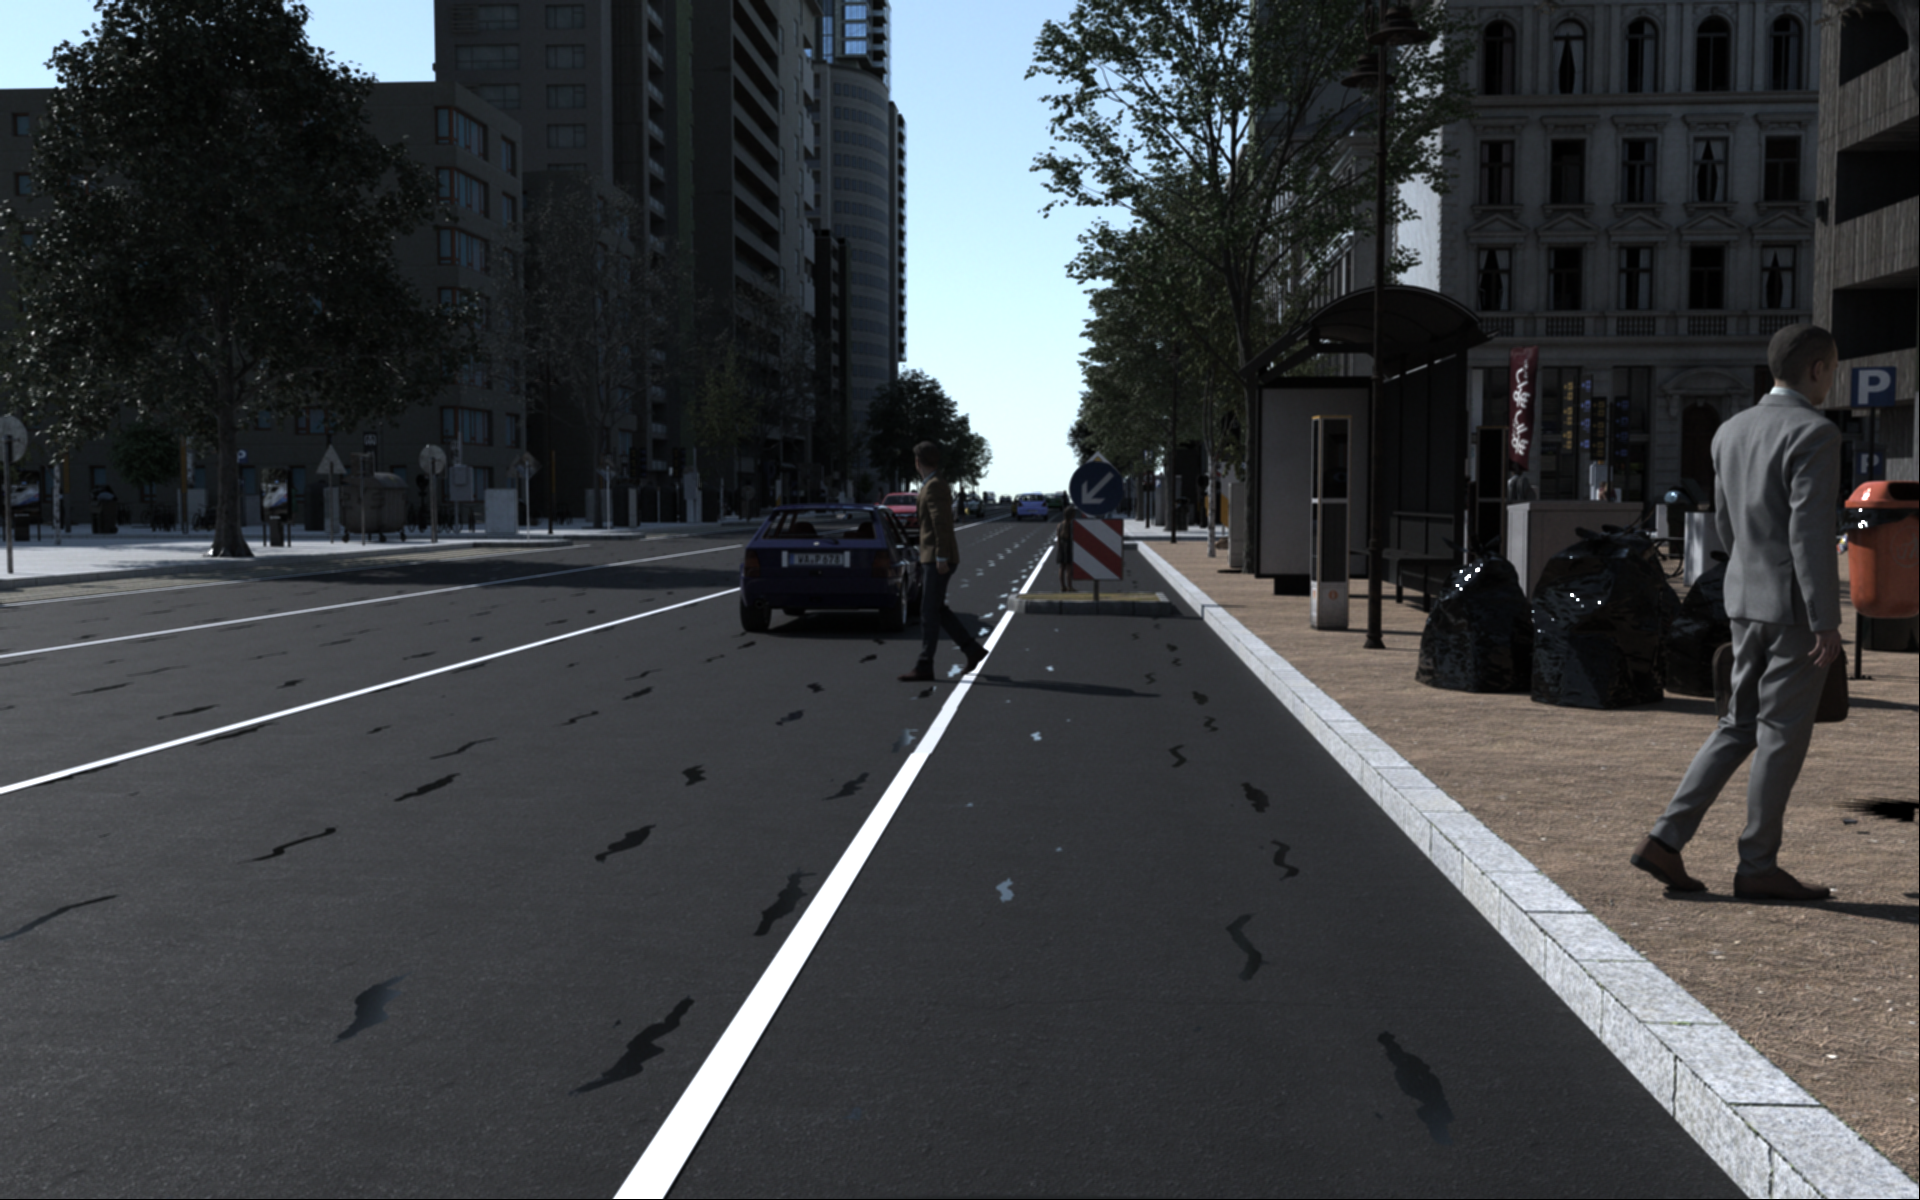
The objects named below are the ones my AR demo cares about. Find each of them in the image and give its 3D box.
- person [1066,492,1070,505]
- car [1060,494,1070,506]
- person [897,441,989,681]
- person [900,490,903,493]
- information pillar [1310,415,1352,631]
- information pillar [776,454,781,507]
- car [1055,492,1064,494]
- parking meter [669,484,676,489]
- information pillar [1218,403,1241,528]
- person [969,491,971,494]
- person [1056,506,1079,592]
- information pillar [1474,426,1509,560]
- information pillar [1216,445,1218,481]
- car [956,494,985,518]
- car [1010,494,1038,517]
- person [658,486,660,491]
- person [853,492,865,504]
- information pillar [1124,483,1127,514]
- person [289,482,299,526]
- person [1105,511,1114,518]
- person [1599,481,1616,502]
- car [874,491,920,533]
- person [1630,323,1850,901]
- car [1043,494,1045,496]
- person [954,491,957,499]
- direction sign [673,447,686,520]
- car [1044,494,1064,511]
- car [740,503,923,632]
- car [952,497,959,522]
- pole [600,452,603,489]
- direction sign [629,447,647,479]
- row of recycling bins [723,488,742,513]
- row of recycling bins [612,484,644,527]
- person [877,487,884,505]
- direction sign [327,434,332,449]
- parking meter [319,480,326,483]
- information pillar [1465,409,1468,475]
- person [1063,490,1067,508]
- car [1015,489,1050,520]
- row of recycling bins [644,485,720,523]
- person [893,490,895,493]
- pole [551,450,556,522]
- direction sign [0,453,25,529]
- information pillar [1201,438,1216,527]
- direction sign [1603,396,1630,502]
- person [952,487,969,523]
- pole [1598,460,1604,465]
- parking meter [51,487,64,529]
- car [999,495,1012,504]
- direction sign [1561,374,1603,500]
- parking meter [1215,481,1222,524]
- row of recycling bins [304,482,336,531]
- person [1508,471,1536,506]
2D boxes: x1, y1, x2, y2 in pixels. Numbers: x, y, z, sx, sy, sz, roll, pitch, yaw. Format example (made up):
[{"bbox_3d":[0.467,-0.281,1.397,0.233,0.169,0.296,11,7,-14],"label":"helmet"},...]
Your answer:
[{"bbox_3d":[14.242,-13.671,232.725,1.217,1.736,0.721,0,4,-8],"label":"person"},{"bbox_3d":[12.873,-12.562,217.392,2.014,1.417,4.499,0,4,2],"label":"car"},{"bbox_3d":[-0.159,-0.310,13.480,0.836,1.842,0.656,-2,4,-30],"label":"person"},{"bbox_3d":[-7.318,-12.852,216.844,0.551,1.740,0.621,-2,4,-28],"label":"person"},{"bbox_3d":[3.497,-0.725,16.349,0.304,2.012,0.304,0,4,-2],"label":"information pillar"},{"bbox_3d":[-10.665,-6.736,101.483,0.183,3.616,0.504,1,4,20],"label":"information pillar"},{"bbox_3d":[15.464,-15.799,266.984,2.281,1.827,5.304,0,4,2],"label":"car"},{"bbox_3d":[-16.624,-5.790,100.371,0.255,1.863,0.399,2,4,26],"label":"parking meter"},{"bbox_3d":[6.923,-3.234,44.227,0.504,3.616,0.183,1,4,14],"label":"information pillar"},{"bbox_3d":[1.470,-15.731,263.180,0.705,1.831,1.348,0,4,-5],"label":"person"},{"bbox_3d":[1.578,-0.741,25.279,0.362,1.253,0.373,3,5,44],"label":"person"},{"bbox_3d":[5.776,-0.877,18.837,0.304,2.012,0.304,2,4,24],"label":"information pillar"},{"bbox_3d":[11.077,-5.132,75.256,0.504,3.616,0.183,2,4,31],"label":"information pillar"},{"bbox_3d":[0.482,-5.792,106.492,2.131,1.459,4.920,0,4,5],"label":"car"},{"bbox_3d":[4.154,-6.109,110.098,2.015,1.641,3.980,0,4,3],"label":"car"},{"bbox_3d":[-19.530,-6.495,112.591,0.694,1.780,0.624,1,4,11],"label":"person"},{"bbox_3d":[-9.556,-9.589,163.533,1.217,1.735,0.721,-1,4,-14],"label":"person"},{"bbox_3d":[10.818,-6.598,112.361,0.304,2.012,0.304,-1,4,-11],"label":"information pillar"},{"bbox_3d":[-26.897,-3.874,69.622,0.600,1.795,0.529,-2,4,-25],"label":"person"},{"bbox_3d":[4.930,-2.964,56.972,0.388,1.821,0.555,0,4,3],"label":"person"},{"bbox_3d":[18.970,-2.592,50.852,0.573,1.828,0.580,-3,5,-40],"label":"person"},{"bbox_3d":[-2.067,-3.341,63.661,2.155,1.783,4.494,0,4,2],"label":"car"},{"bbox_3d":[2.594,0.041,5.487,0.853,1.813,0.709,-1,4,-13],"label":"person"},{"bbox_3d":[11.971,-14.834,254.532,2.014,1.417,4.499,0,4,4],"label":"car"},{"bbox_3d":[-0.640,-14.129,237.727,0.621,1.740,0.551,-3,4,-38],"label":"person"},{"bbox_3d":[-13.669,-5.649,84.354,0.379,3.537,0.876,2,4,34],"label":"direction sign"},{"bbox_3d":[7.901,-8.495,147.682,1.959,1.807,4.718,0,4,3],"label":"car"},{"bbox_3d":[-1.335,-0.419,19.433,1.945,1.354,3.894,0,4,4],"label":"car"},{"bbox_3d":[-1.091,-4.677,88.834,2.083,1.381,4.827,0,4,5],"label":"car"},{"bbox_3d":[-17.592,-5.564,84.819,0.158,3.312,0.155,0,3,0],"label":"pole"},{"bbox_3d":[-15.666,-5.644,84.279,0.876,3.537,0.379,-2,4,-33],"label":"direction sign"},{"bbox_3d":[-16.068,-6.699,116.642,3.534,1.692,1.069,1,4,15],"label":"row of recycling bins"},{"bbox_3d":[-13.446,-3.810,69.409,1.069,1.692,3.534,-1,4,-14],"label":"row of recycling bins"},{"bbox_3d":[-4.290,-5.156,92.816,0.388,1.821,0.555,1,4,18],"label":"person"},{"bbox_3d":[-23.919,-4.512,65.769,0.379,3.537,0.876,-1,4,-10],"label":"direction sign"},{"bbox_3d":[-26.497,-4.052,71.962,0.255,1.863,0.399,-1,4,-12],"label":"parking meter"},{"bbox_3d":[11.749,-3.024,40.794,0.183,3.616,0.504,-2,4,-23],"label":"information pillar"},{"bbox_3d":[10.713,-10.310,177.198,0.705,1.807,1.348,-1,4,-13],"label":"person"},{"bbox_3d":[4.003,-5.260,95.587,1.945,1.707,3.694,0,4,2],"label":"car"},{"bbox_3d":[-12.728,-4.363,78.444,3.534,1.692,1.069,0,4,0],"label":"row of recycling bins"},{"bbox_3d":[-8.000,-12.242,206.900,0.721,1.736,1.217,-1,4,-21],"label":"person"},{"bbox_3d":[-18.966,-5.312,80.690,0.158,3.312,0.155,0,3,0],"label":"pole"},{"bbox_3d":[-35.010,-4.402,63.966,0.876,3.537,0.379,-2,4,-25],"label":"direction sign"},{"bbox_3d":[9.781,-4.696,68.133,0.183,3.616,0.504,2,4,32],"label":"information pillar"},{"bbox_3d":[15.051,-2.946,40.163,0.876,3.537,0.379,3,5,39],"label":"direction sign"},{"bbox_3d":[-0.299,-4.644,84.652,1.509,1.804,0.699,1,4,10],"label":"person"},{"bbox_3d":[21.323,-3.902,57.637,0.158,3.312,0.155,0,3,0],"label":"pole"},{"bbox_3d":[-32.867,-3.344,63.085,0.372,1.533,0.369,0,3,0],"label":"parking meter"},{"bbox_3d":[6.540,-14.421,248.366,1.945,1.354,3.894,0,4,3],"label":"car"},{"bbox_3d":[11.797,-2.519,33.176,0.379,3.537,0.876,-1,4,-17],"label":"direction sign"},{"bbox_3d":[11.112,-4.194,74.291,0.399,1.863,0.255,1,4,13],"label":"parking meter"},{"bbox_3d":[-22.788,-3.339,61.708,1.069,1.692,3.534,-1,4,-14],"label":"row of recycling bins"},{"bbox_3d":[10.452,-1.606,32.405,0.679,1.850,0.850,3,5,41],"label":"person"}]
